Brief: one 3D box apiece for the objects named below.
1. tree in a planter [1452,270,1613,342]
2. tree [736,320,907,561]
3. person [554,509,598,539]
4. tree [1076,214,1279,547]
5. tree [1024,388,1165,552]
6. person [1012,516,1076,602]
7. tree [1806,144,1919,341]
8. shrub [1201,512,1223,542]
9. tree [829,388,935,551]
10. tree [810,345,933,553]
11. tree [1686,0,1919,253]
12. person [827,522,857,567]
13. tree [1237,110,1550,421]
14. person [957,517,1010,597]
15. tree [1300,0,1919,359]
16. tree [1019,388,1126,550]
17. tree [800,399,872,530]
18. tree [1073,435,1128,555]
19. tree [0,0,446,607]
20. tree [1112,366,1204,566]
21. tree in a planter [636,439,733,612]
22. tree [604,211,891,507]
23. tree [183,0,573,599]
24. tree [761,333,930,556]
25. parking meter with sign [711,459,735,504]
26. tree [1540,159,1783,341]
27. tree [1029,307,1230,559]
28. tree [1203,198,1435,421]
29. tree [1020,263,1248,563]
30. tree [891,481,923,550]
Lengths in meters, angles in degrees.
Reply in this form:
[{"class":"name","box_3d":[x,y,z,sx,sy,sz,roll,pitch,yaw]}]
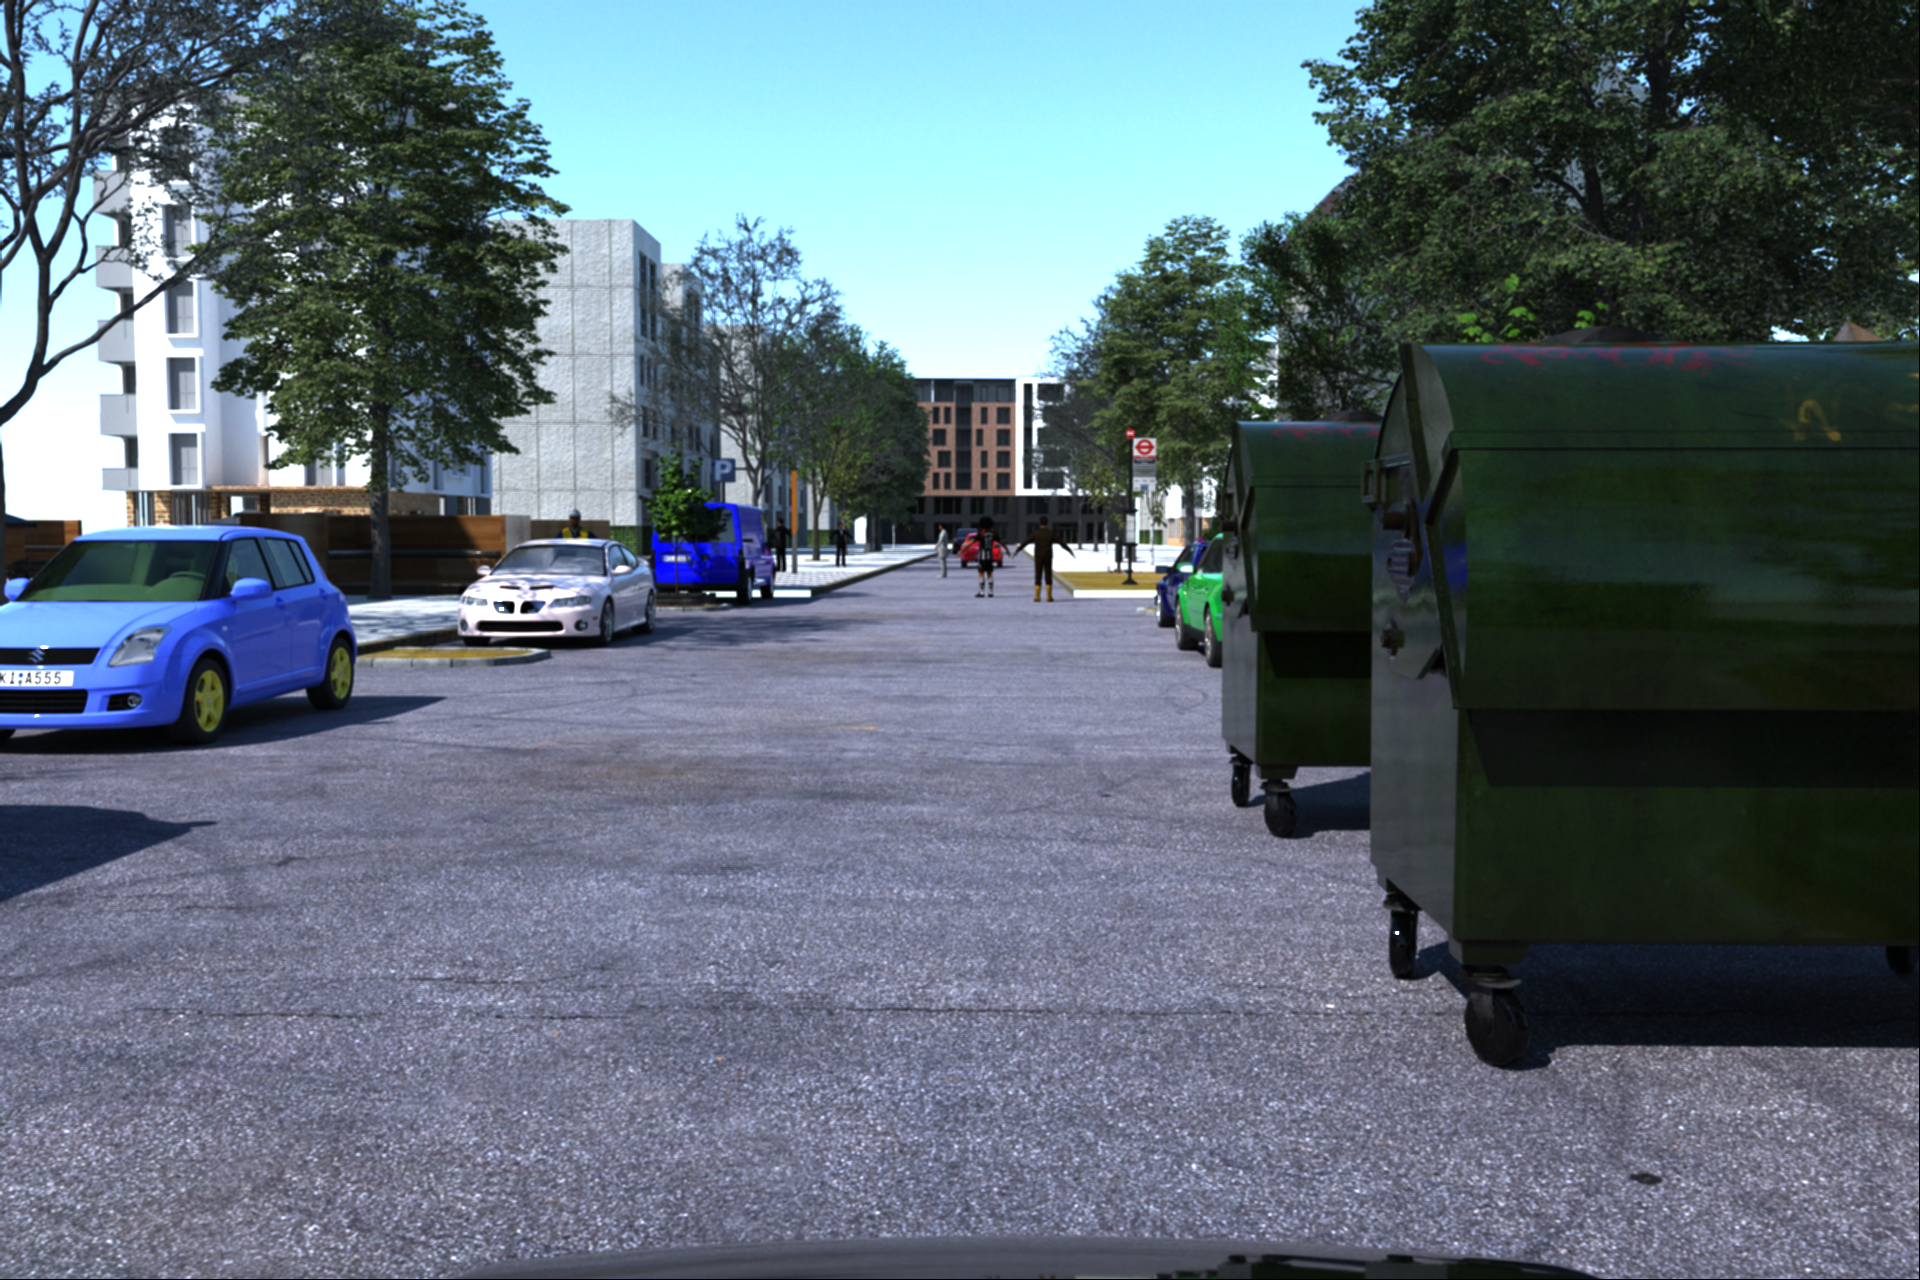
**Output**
[{"class":"tree in a planter","box_3d":[3.793,-0.890,11.774,1.991,3.239,1.994,0,4,1]},{"class":"tree","box_3d":[-6.711,-9.579,82.364,9.928,11.665,9.643,0,3,0]},{"class":"person","box_3d":[-6.211,-1.197,27.989,1.349,1.833,0.705,-1,4,-12]},{"class":"tree","box_3d":[7.918,-8.817,62.287,7.486,12.596,7.792,0,3,0]},{"class":"tree","box_3d":[9.738,-13.040,123.567,12.009,13.543,11.850,0,3,0]},{"class":"person","box_3d":[1.771,-1.718,36.680,1.346,1.812,0.704,0,4,4]},{"class":"tree","box_3d":[25.255,-7.727,44.459,7.486,12.596,7.792,0,3,0]},{"class":"shrub","box_3d":[6.999,-2.504,44.981,1.661,2.075,1.752,0,3,0]},{"class":"tree","box_3d":[-6.249,-13.797,132.229,9.857,13.997,8.962,0,3,0]},{"class":"tree","box_3d":[-6.265,-12.974,118.779,9.857,13.997,8.962,0,3,0]},{"class":"tree","box_3d":[9.552,-4.867,13.984,7.601,10.594,8.767,0,4,-7]},{"class":"person","box_3d":[-4.626,-3.722,67.581,1.216,1.740,0.721,-1,4,-22]},{"class":"tree","box_3d":[10.040,-6.365,38.473,7.601,10.594,8.767,2,4,28]},{"class":"person","box_3d":[0.573,-1.877,39.283,1.345,1.843,0.704,-2,4,-26]},{"class":"tree","box_3d":[9.882,-7.277,25.638,9.857,13.997,8.962,0,3,0]},{"class":"tree","box_3d":[9.619,-14.005,139.356,12.009,13.543,11.850,0,3,0]},{"class":"tree","box_3d":[-6.472,-8.718,92.904,4.737,8.622,4.395,0,3,0]},{"class":"tree","box_3d":[9.072,-9.634,107.875,4.737,8.622,4.395,0,3,0]},{"class":"tree","box_3d":[-11.244,-6.708,20.042,12.009,13.543,11.850,0,3,0]},{"class":"tree","box_3d":[7.962,-7.284,69.453,4.737,8.622,4.395,0,3,0]},{"class":"tree in a planter","box_3d":[-5.381,-2.177,32.810,1.991,3.239,1.994,0,4,2]},{"class":"tree","box_3d":[-7.750,-9.488,65.497,12.009,13.543,11.850,0,3,0]},{"class":"tree","box_3d":[-11.392,-7.103,34.265,7.486,12.596,7.792,0,3,0]},{"class":"tree","box_3d":[-7.050,-11.804,103.365,12.009,13.543,11.850,0,3,0]},{"class":"parking meter with sign","box_3d":[-5.413,-2.728,40.864,0.543,3.016,1.738,0,4,3]},{"class":"tree","box_3d":[22.181,-9.163,56.470,9.857,13.997,8.962,0,3,0]},{"class":"tree","box_3d":[8.650,-10.982,89.925,12.009,13.543,11.850,0,3,0]},{"class":"tree","box_3d":[11.072,-7.731,52.156,9.928,11.665,9.643,0,3,0]},{"class":"tree","box_3d":[7.854,-10.241,77.812,12.009,13.543,11.850,0,3,0]},{"class":"tree","box_3d":[-5.271,-11.638,140.637,4.737,8.622,4.395,0,3,0]}]
